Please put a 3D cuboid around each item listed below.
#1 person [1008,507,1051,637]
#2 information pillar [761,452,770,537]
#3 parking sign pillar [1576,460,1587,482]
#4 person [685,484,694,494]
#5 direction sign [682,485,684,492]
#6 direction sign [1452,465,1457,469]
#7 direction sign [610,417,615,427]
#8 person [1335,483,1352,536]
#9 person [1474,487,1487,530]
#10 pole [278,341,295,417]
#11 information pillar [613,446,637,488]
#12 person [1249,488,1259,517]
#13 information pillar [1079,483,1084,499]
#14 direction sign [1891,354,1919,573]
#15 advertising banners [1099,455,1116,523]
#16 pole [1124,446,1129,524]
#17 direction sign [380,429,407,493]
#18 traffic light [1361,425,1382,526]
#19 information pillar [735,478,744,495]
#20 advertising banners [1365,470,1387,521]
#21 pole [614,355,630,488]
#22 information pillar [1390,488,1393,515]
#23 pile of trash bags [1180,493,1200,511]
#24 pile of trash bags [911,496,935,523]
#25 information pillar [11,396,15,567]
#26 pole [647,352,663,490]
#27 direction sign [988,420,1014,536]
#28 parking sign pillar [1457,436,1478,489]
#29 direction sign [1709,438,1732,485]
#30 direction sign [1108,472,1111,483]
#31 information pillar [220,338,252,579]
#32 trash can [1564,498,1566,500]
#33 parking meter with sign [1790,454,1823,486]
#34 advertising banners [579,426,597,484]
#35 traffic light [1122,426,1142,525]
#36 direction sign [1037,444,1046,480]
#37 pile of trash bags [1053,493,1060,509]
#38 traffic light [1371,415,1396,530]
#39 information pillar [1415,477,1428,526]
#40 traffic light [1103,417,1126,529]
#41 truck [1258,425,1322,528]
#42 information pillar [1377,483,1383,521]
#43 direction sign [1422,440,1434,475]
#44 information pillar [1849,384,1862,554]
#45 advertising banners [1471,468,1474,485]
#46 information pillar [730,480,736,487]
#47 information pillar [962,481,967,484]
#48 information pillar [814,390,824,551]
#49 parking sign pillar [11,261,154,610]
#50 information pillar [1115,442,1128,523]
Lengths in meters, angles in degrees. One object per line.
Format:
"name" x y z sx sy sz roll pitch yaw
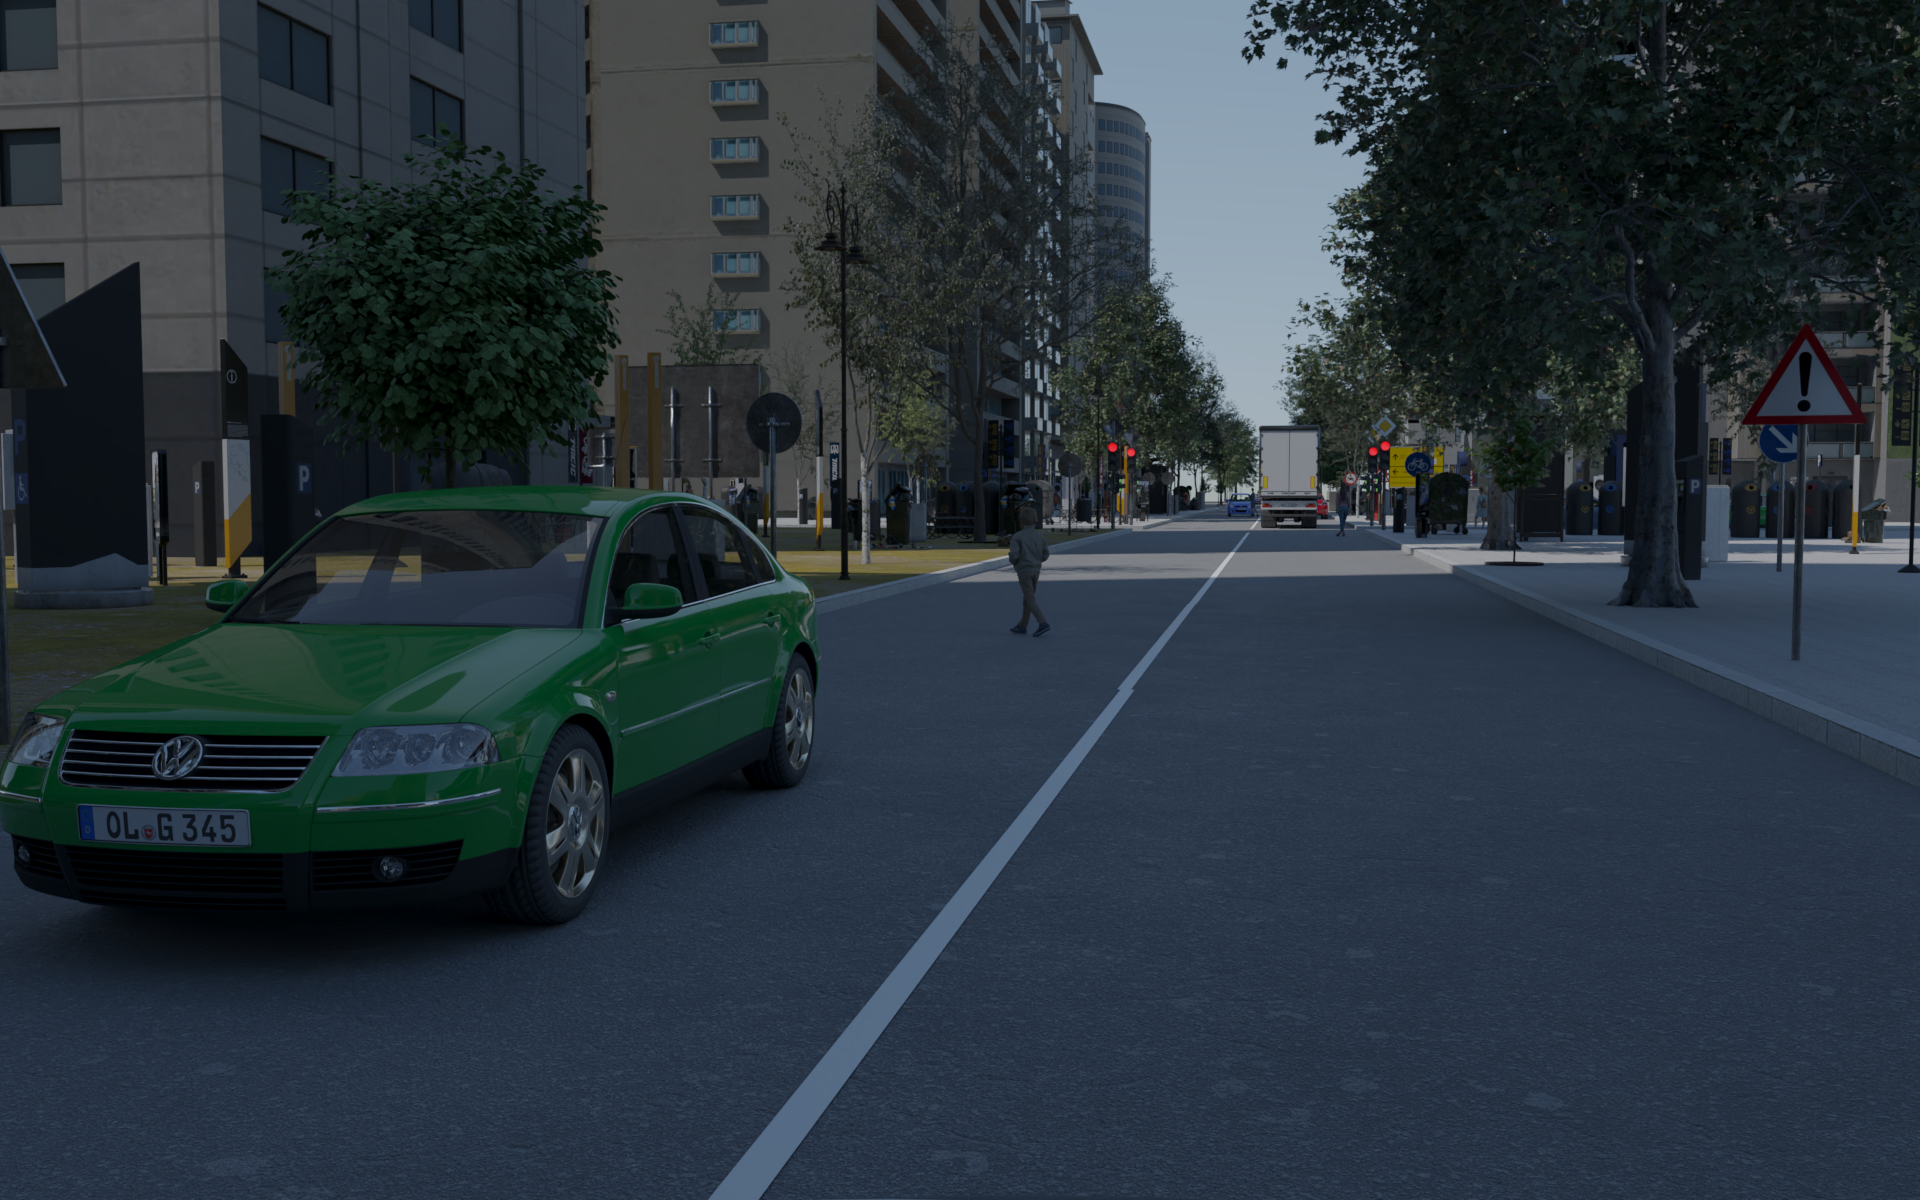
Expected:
"person" 0.684 -0.289 17.502 0.475 1.303 0.640 -3 5 -44
"information pillar" -5.753 -3.666 51.295 0.183 3.616 0.504 -1 4 -18
"parking sign pillar" 35.694 -6.776 99.254 1.447 3.967 1.447 2 4 35
"person" -11.083 -3.815 70.851 0.573 1.828 0.580 -2 4 -35
"direction sign" -10.311 -4.425 64.350 0.876 3.537 0.379 -2 4 -32
"direction sign" 38.028 -8.640 133.268 0.876 3.537 0.379 1 4 12
"direction sign" -9.803 -3.601 50.872 0.876 3.537 0.379 -1 4 -21
"person" 12.964 -3.059 58.529 0.555 1.821 0.388 0 4 -2
"person" 19.798 -3.442 65.777 0.512 1.701 0.522 -2 4 -25
"pole" -9.030 -1.801 23.294 0.158 3.312 0.155 0 3 0
"information pillar" -5.184 -1.367 26.844 0.304 2.012 0.304 -2 4 -29
"person" 18.036 -5.989 106.449 0.654 1.822 0.581 3 5 41
"information pillar" 7.890 -6.602 112.430 0.304 2.012 0.304 -1 4 -15
"direction sign" 15.525 -2.213 28.177 0.876 3.537 0.379 -1 4 -13
"advertising banners" 6.610 -5.020 78.265 0.090 3.025 2.074 1 4 23
"pole" 7.059 -4.871 73.476 0.158 3.312 0.155 0 3 0
"direction sign" -9.884 -2.343 30.297 0.379 3.537 0.876 1 4 13
"traffic light" 16.524 -4.926 69.463 0.839 4.253 0.868 1 4 10
"information pillar" -9.644 -5.200 76.366 0.504 3.616 0.183 0 4 3
"advertising banners" 19.870 -5.285 82.604 0.090 3.025 2.074 -1 4 -15
"pole" -4.969 -1.937 25.510 0.158 3.312 0.155 0 3 0
"information pillar" 25.938 -6.070 103.740 0.304 2.012 0.304 0 4 -1
"pile of trash bags" 17.850 -7.742 136.326 1.912 1.369 3.447 0 4 3
"pile of trash bags" -1.711 -4.074 76.368 1.912 1.369 3.447 -3 5 -41
"information pillar" -16.589 -2.391 30.439 0.183 3.616 0.504 -2 4 -28
"pole" -4.404 -1.908 25.044 0.158 3.312 0.155 0 3 0
"direction sign" 1.254 -3.725 52.904 0.876 3.537 0.379 2 4 27
"parking sign pillar" 22.791 -5.495 78.314 1.447 3.967 1.447 1 4 8
"direction sign" 30.613 -4.758 69.794 0.876 3.537 0.379 0 4 3
"direction sign" 10.784 -7.996 122.729 0.379 3.537 0.876 -2 4 -34
"information pillar" -11.025 -2.141 26.364 0.183 3.616 0.504 1 4 20
"trash can" 38.094 -6.051 110.592 0.748 1.137 0.748 0 3 0
"parking meter with sign" 36.996 -4.900 76.382 1.738 3.016 0.543 1 4 16
"advertising banners" -10.373 -2.995 45.153 2.074 3.025 0.090 1 4 17
"traffic light" 7.068 -5.031 71.181 0.839 4.253 0.868 1 4 10
"direction sign" 3.714 -5.320 78.981 0.379 3.537 0.876 2 4 26
"pile of trash bags" 6.133 -7.754 136.523 3.447 1.369 1.912 0 4 -1
"traffic light" 15.078 -4.446 61.610 0.839 4.253 0.868 1 4 10
"information pillar" 15.155 -3.204 56.872 0.304 2.012 0.304 -2 4 -34
"traffic light" 5.622 -4.551 63.328 0.839 4.253 0.868 1 4 10
"truck" 14.488 -5.331 76.070 2.839 4.237 11.283 1 4 11
"information pillar" 19.786 -5.499 81.264 0.183 3.616 0.504 0 4 -7
"direction sign" 19.418 -4.888 71.922 0.379 3.537 0.876 -1 4 -17
"information pillar" 19.161 -2.793 37.016 0.183 3.616 0.504 2 4 24
"advertising banners" 35.143 -7.376 116.786 2.074 3.025 0.090 1 4 19
"information pillar" -11.706 -5.222 89.867 0.304 2.012 0.304 -3 5 -39
"information pillar" 0.266 -5.862 100.330 0.304 2.012 0.304 0 4 1
"information pillar" -3.148 -2.898 38.736 0.183 3.616 0.504 -1 4 -15
"parking sign pillar" -10.069 -1.917 19.811 1.447 3.967 1.447 3 5 41
"information pillar" 7.264 -5.254 77.262 0.504 3.616 0.183 1 4 19
